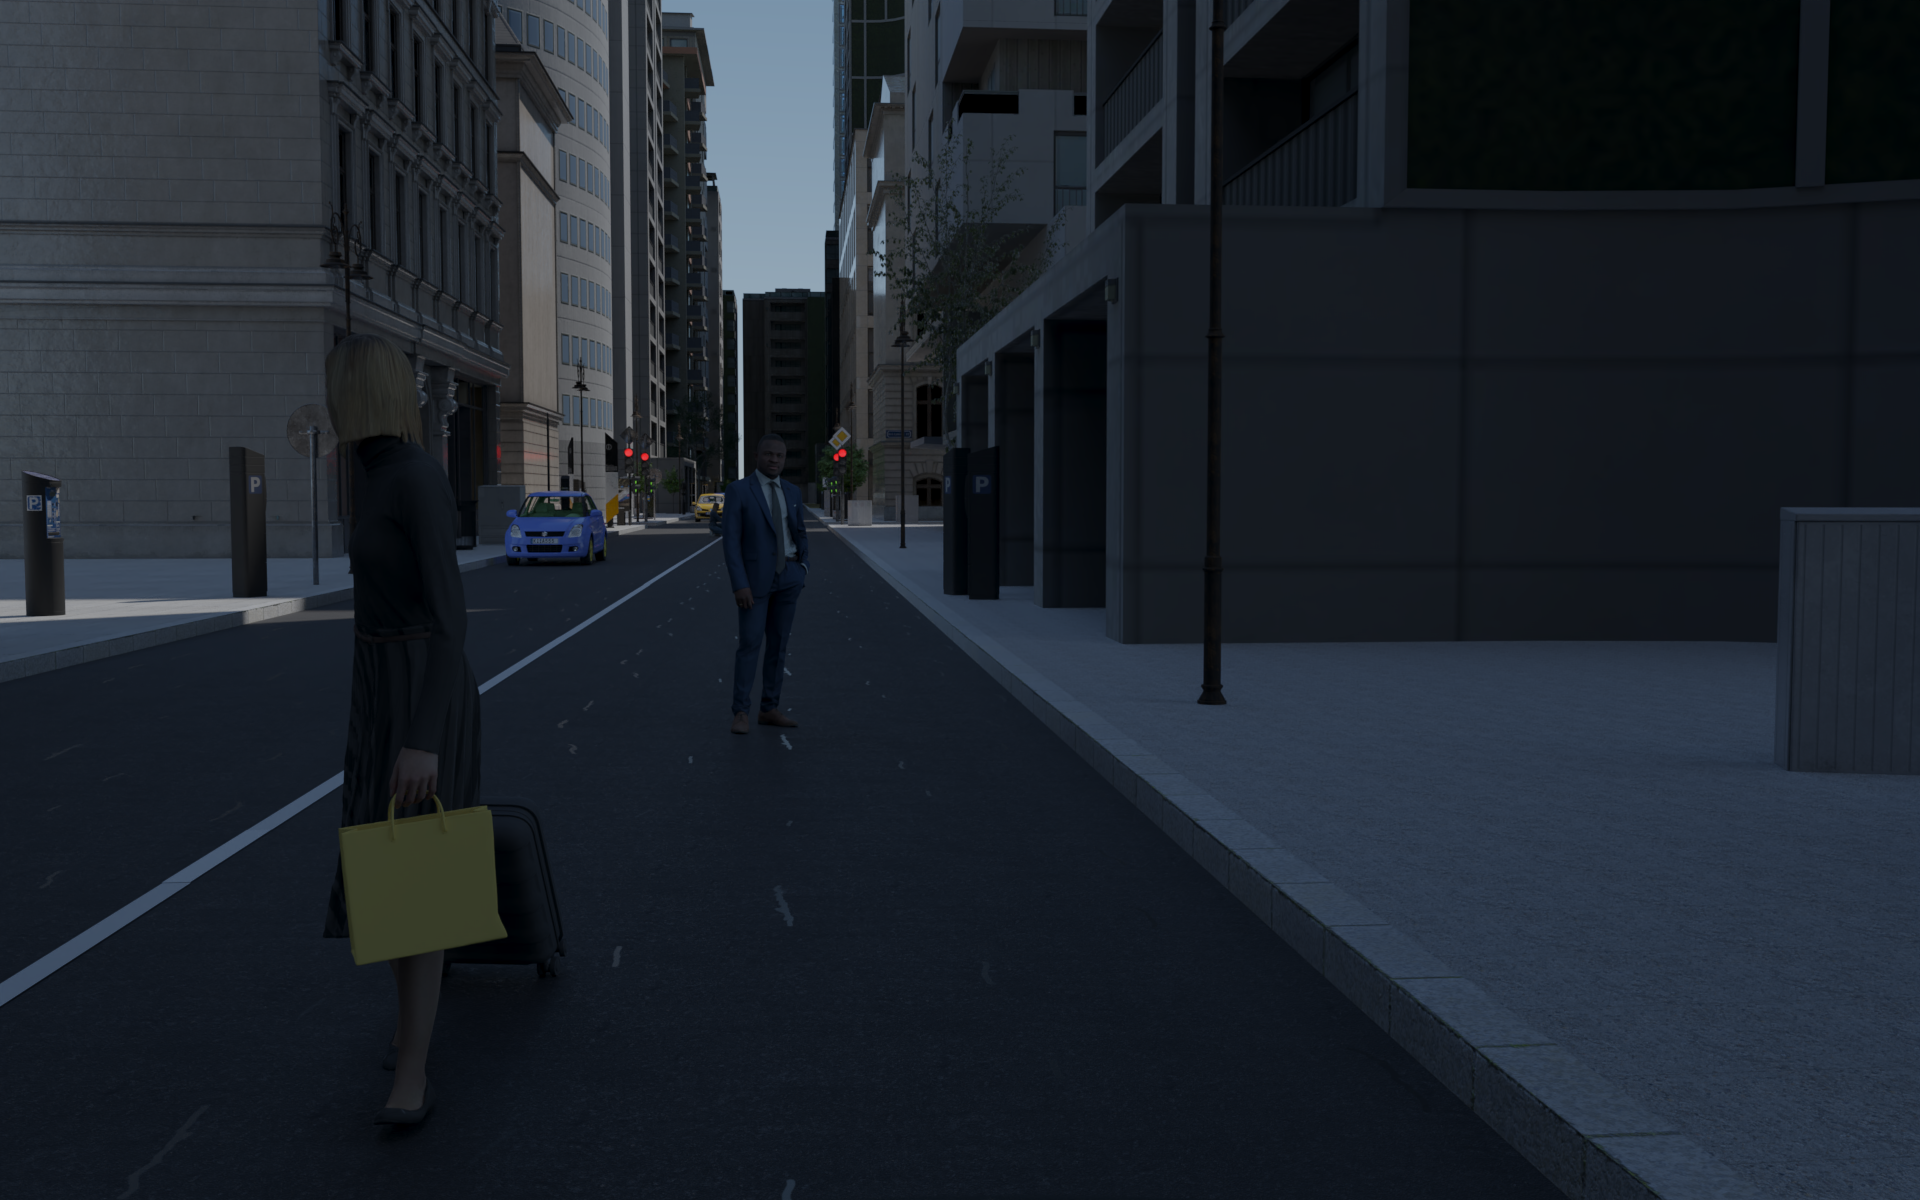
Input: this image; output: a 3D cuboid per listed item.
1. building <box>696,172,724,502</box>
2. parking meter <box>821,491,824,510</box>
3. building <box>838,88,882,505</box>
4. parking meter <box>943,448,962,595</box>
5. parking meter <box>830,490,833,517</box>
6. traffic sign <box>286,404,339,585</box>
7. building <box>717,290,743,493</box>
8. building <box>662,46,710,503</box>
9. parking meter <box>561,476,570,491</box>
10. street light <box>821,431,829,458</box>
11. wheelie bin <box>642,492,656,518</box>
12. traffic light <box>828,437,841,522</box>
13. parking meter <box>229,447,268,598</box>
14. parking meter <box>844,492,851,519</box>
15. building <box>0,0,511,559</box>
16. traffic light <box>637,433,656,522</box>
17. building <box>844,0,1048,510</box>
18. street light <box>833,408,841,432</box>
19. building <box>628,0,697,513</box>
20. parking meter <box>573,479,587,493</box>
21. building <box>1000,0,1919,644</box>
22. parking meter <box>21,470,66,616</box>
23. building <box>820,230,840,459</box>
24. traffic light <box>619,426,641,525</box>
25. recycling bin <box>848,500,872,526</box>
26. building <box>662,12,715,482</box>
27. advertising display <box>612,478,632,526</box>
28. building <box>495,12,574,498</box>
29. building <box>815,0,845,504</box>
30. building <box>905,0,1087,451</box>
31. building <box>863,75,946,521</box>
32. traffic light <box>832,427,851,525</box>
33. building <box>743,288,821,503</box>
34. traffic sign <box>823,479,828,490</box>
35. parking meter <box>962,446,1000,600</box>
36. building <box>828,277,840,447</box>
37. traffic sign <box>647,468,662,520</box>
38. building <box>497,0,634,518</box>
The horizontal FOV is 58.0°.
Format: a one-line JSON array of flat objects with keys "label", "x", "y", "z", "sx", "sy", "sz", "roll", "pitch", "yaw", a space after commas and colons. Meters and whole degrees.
[{"label": "building", "x": -37.309, "y": -32.854, "z": 220.761, "sx": 14.086, "sy": 41.232, "sz": 14.154, "roll": 0, "pitch": 4, "yaw": -6}, {"label": "parking meter", "x": -11.123, "y": -8.278, "z": 141.061, "sx": 0.255, "sy": 1.863, "sz": 0.399, "roll": -3, "pitch": 4, "yaw": -36}, {"label": "building", "x": 1.599, "y": -19.454, "z": 122.591, "sx": 19.350, "sy": 26.468, "sz": 34.151, "roll": 0, "pitch": 4, "yaw": -6}, {"label": "parking meter", "x": -0.041, "y": -1.000, "z": 22.063, "sx": 0.255, "sy": 1.863, "sz": 0.399, "roll": -1, "pitch": 4, "yaw": -21}, {"label": "parking meter", "x": -7.036, "y": -5.365, "z": 96.136, "sx": 0.372, "sy": 1.533, "sz": 0.369, "roll": 0, "pitch": 3, "yaw": 0}, {"label": "traffic sign", "x": -9.100, "y": -1.486, "z": 24.399, "sx": 0.768, "sy": 2.556, "sz": 0.104, "roll": 0, "pitch": 4, "yaw": 0}, {"label": "building", "x": -38.370, "y": -28.899, "z": 244.193, "sx": 14.107, "sy": 30.474, "sz": 14.160, "roll": 0, "pitch": 4, "yaw": -6}, {"label": "building", "x": -35.744, "y": -31.333, "z": 166.920, "sx": 22.147, "sy": 44.769, "sz": 28.867, "roll": 0, "pitch": 4, "yaw": -6}, {"label": "parking meter", "x": -12.438, "y": -2.990, "z": 54.605, "sx": 0.255, "sy": 1.863, "sz": 0.399, "roll": -1, "pitch": 4, "yaw": -9}, {"label": "street light", "x": -9.510, "y": -9.236, "z": 123.799, "sx": 0.468, "sy": 5.910, "sz": 1.993, "roll": 0, "pitch": 4, "yaw": -6}, {"label": "wheelie bin", "x": -16.988, "y": -5.307, "z": 94.683, "sx": 0.693, "sy": 1.594, "sz": 0.980, "roll": -2, "pitch": 4, "yaw": -24}, {"label": "traffic light", "x": -5.705, "y": -5.579, "z": 80.145, "sx": 0.839, "sy": 4.253, "sz": 0.868, "roll": 0, "pitch": 4, "yaw": -6}, {"label": "parking meter", "x": -8.860, "y": -0.970, "z": 21.579, "sx": 0.255, "sy": 1.863, "sz": 0.399, "roll": 1, "pitch": 4, "yaw": 20}, {"label": "parking meter", "x": -5.783, "y": -5.097, "z": 89.050, "sx": 0.399, "sy": 1.863, "sz": 0.255, "roll": 2, "pitch": 4, "yaw": 33}, {"label": "building", "x": -17.097, "y": -11.255, "z": 34.933, "sx": 10.553, "sy": 20.767, "sz": 40.483, "roll": 0, "pitch": 4, "yaw": -6}, {"label": "traffic light", "x": -14.373, "y": -5.527, "z": 79.282, "sx": 0.839, "sy": 4.253, "sz": 0.868, "roll": 0, "pitch": 4, "yaw": -6}, {"label": "building", "x": -3.202, "y": -44.970, "z": 173.512, "sx": 20.563, "sy": 71.187, "sz": 20.611, "roll": 0, "pitch": 4, "yaw": -6}, {"label": "street light", "x": -6.613, "y": -7.364, "z": 93.191, "sx": 0.468, "sy": 5.910, "sz": 1.993, "roll": 0, "pitch": 4, "yaw": -6}, {"label": "building", "x": -29.659, "y": -41.902, "z": 123.349, "sx": 20.563, "sy": 71.187, "sz": 20.611, "roll": 0, "pitch": 4, "yaw": -6}, {"label": "parking meter", "x": -15.063, "y": -3.862, "z": 68.849, "sx": 0.399, "sy": 1.863, "sz": 0.255, "roll": 0, "pitch": 4, "yaw": 2}, {"label": "building", "x": 11.100, "y": -35.465, "z": 18.112, "sx": 20.563, "sy": 71.187, "sz": 20.611, "roll": 0, "pitch": 4, "yaw": -6}, {"label": "parking meter", "x": -9.677, "y": -0.604, "z": 18.290, "sx": 0.372, "sy": 1.533, "sz": 0.369, "roll": 0, "pitch": 3, "yaw": 0}, {"label": "building", "x": -7.943, "y": -25.688, "z": 191.701, "sx": 14.160, "sy": 30.474, "sz": 14.107, "roll": 0, "pitch": 4, "yaw": -6}, {"label": "traffic light", "x": -13.593, "y": -5.041, "z": 71.335, "sx": 0.839, "sy": 4.253, "sz": 0.868, "roll": 0, "pitch": 4, "yaw": -6}, {"label": "recycling bin", "x": -4.039, "y": -3.504, "z": 69.848, "sx": 0.722, "sy": 1.027, "sz": 0.722, "roll": -3, "pitch": 5, "yaw": -43}, {"label": "building", "x": -42.333, "y": -37.017, "z": 194.474, "sx": 28.713, "sy": 52.752, "sz": 27.495, "roll": 0, "pitch": 4, "yaw": -6}, {"label": "advertising display", "x": -13.803, "y": -3.994, "z": 70.523, "sx": 0.974, "sy": 1.923, "sz": 0.123, "roll": 2, "pitch": 4, "yaw": 26}, {"label": "building", "x": -24.501, "y": -12.160, "z": 63.442, "sx": 19.286, "sy": 19.102, "sz": 10.561, "roll": 0, "pitch": 4, "yaw": -6}, {"label": "building", "x": -6.593, "y": -55.089, "z": 213.381, "sx": 22.319, "sy": 86.520, "sz": 31.000, "roll": 0, "pitch": 4, "yaw": -6}, {"label": "building", "x": 12.363, "y": -28.664, "z": 57.901, "sx": 28.713, "sy": 52.752, "sz": 27.495, "roll": 0, "pitch": 4, "yaw": -6}, {"label": "building", "x": 12.727, "y": -16.481, "z": 88.553, "sx": 34.723, "sy": 24.649, "sz": 14.460, "roll": 0, "pitch": 4, "yaw": -6}, {"label": "traffic light", "x": -4.925, "y": -5.093, "z": 72.198, "sx": 0.839, "sy": 4.253, "sz": 0.868, "roll": 0, "pitch": 4, "yaw": -6}, {"label": "building", "x": -23.845, "y": -29.034, "z": 246.400, "sx": 14.107, "sy": 30.474, "sz": 14.160, "roll": 0, "pitch": 4, "yaw": -6}, {"label": "traffic sign", "x": -8.039, "y": -6.306, "z": 105.229, "sx": 0.606, "sy": 2.300, "sz": 0.079, "roll": 0, "pitch": 4, "yaw": -3}, {"label": "parking meter", "x": 0.273, "y": -0.940, "z": 21.078, "sx": 0.399, "sy": 1.863, "sz": 0.255, "roll": 1, "pitch": 4, "yaw": 10}, {"label": "building", "x": -4.870, "y": -19.415, "z": 147.118, "sx": 12.332, "sy": 23.373, "sz": 15.834, "roll": 0, "pitch": 4, "yaw": -6}, {"label": "traffic sign", "x": -15.127, "y": -5.238, "z": 85.746, "sx": 0.768, "sy": 2.556, "sz": 0.104, "roll": 0, "pitch": 4, "yaw": 3}, {"label": "building", "x": -29.371, "y": -33.579, "z": 91.008, "sx": 21.231, "sy": 58.520, "sz": 28.212, "roll": 0, "pitch": 4, "yaw": -6}]
